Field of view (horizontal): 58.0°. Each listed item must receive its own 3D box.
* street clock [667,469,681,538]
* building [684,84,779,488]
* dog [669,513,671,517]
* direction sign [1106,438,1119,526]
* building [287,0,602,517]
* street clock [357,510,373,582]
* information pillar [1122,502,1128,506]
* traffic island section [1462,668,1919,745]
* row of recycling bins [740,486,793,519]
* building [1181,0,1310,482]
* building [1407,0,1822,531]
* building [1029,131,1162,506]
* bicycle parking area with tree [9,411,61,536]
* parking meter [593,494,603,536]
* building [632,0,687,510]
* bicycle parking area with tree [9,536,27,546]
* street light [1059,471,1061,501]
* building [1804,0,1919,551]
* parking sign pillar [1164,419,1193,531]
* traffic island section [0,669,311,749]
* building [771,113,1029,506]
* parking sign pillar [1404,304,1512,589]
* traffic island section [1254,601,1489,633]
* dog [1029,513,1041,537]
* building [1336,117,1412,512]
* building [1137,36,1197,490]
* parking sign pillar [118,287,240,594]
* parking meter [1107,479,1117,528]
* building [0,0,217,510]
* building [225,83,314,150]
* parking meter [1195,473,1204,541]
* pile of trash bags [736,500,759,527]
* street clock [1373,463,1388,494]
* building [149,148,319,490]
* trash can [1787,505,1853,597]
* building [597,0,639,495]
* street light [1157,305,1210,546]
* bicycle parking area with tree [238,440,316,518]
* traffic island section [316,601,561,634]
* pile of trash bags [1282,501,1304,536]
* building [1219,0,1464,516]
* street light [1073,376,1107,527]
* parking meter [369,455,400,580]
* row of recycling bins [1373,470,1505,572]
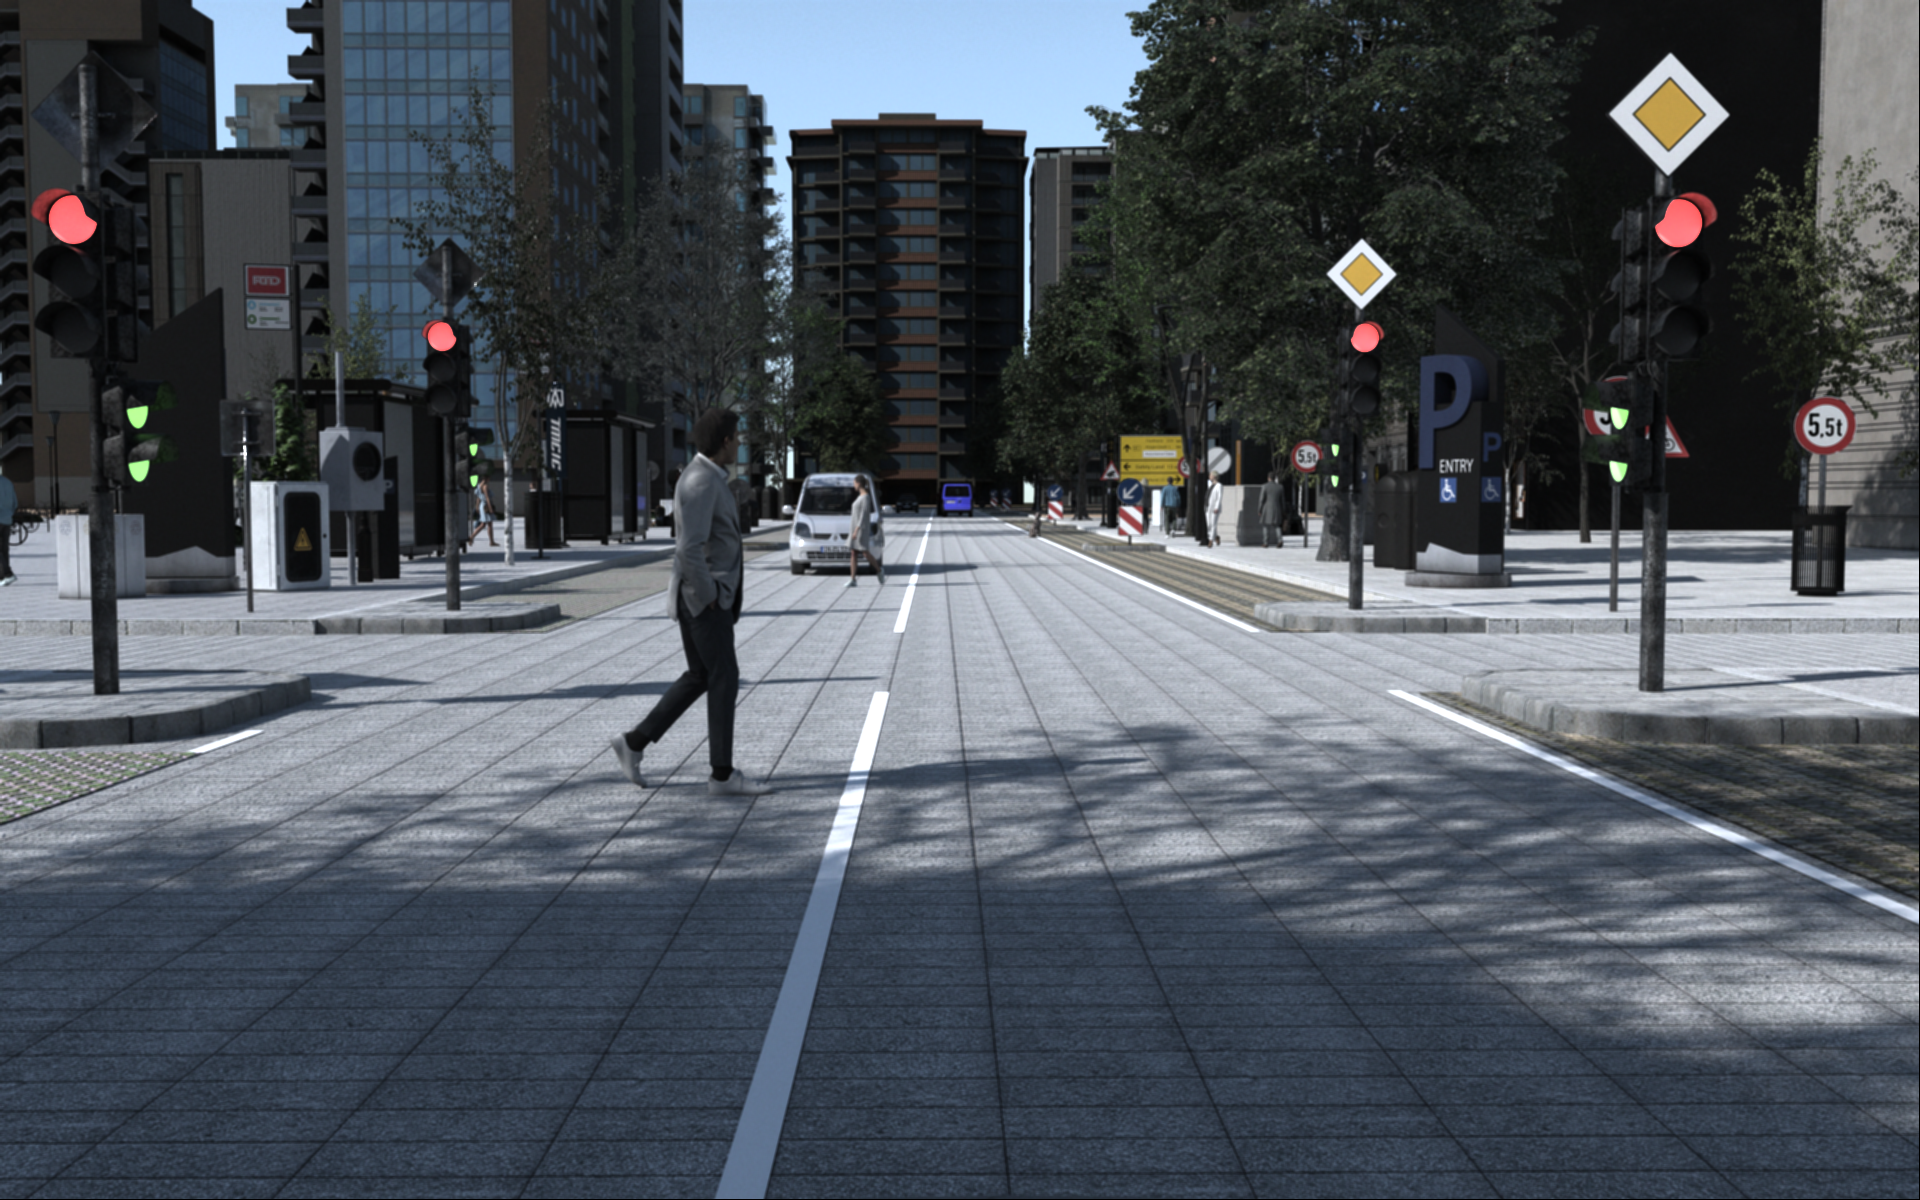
[{"bbox_3d":[-8.396,-2.837,50.962,0.358,2.002,0.471,1,4,17],"label":"street clock"},{"bbox_3d":[-36.514,-35.622,202.033,30.456,49.044,23.786,0,4,-1],"label":"building"},{"bbox_3d":[-11.956,-3.312,70.977,0.406,0.507,0.540,-1,4,-14],"label":"dog"},{"bbox_3d":[6.320,-4.789,70.292,0.876,3.537,0.379,-1,4,-23],"label":"direction sign"},{"bbox_3d":[-29.311,-27.564,100.776,14.600,45.320,14.200,0,4,-1],"label":"building"},{"bbox_3d":[-8.658,-1.259,25.158,0.471,2.002,0.358,0,4,-8],"label":"street clock"},{"bbox_3d":[8.909,-5.403,92.830,0.304,2.012,0.304,3,5,40],"label":"information pillar"},{"bbox_3d":[4.525,0.673,11.284,2.009,0.180,2.903,0,4,-1],"label":"traffic island section"},{"bbox_3d":[-9.936,-4.972,88.409,3.534,1.692,1.069,3,4,36],"label":"row of recycling bins"},{"bbox_3d":[29.989,-29.797,141.806,22.147,44.769,28.867,0,4,-1],"label":"building"},{"bbox_3d":[25.933,-14.571,67.907,12.332,23.373,15.834,0,4,-1],"label":"building"},{"bbox_3d":[15.253,-31.462,198.005,14.086,41.232,14.154,0,4,-1],"label":"building"},{"bbox_3d":[-33.777,-4.497,60.522,8.231,4.147,9.016,2,4,31],"label":"bicycle parking area with tree"},{"bbox_3d":[-10.479,-2.717,50.132,0.255,1.863,0.399,0,4,-3],"label":"parking meter"},{"bbox_3d":[-37.630,-36.831,144.183,28.212,58.520,21.231,0,4,-1],"label":"building"},{"bbox_3d":[-26.838,-3.279,40.621,9.016,4.147,8.231,1,4,12],"label":"bicycle parking area with tree"},{"bbox_3d":[4.885,-7.434,94.086,1.470,5.913,1.316,0,4,-1],"label":"street light"},{"bbox_3d":[31.404,-12.373,38.456,21.152,22.565,11.583,0,4,-1],"label":"building"},{"bbox_3d":[7.870,-4.408,60.537,1.447,3.967,1.447,1,4,12],"label":"parking sign pillar"},{"bbox_3d":[-5.515,0.680,11.162,2.009,0.180,2.903,0,4,-1],"label":"traffic island section"},{"bbox_3d":[-6.758,-33.487,202.144,28.867,44.769,22.147,0,4,-1],"label":"building"},{"bbox_3d":[6.953,-2.177,24.073,1.447,3.967,1.447,-2,4,-24],"label":"parking sign pillar"},{"bbox_3d":[4.424,0.184,19.268,2.009,0.180,2.903,0,4,-1],"label":"traffic island section"},{"bbox_3d":[2.379,-2.479,57.373,0.800,0.831,0.513,-1,4,-18],"label":"dog"},{"bbox_3d":[25.032,-14.443,85.301,9.793,20.994,18.267,0,4,-1],"label":"building"},{"bbox_3d":[36.001,-37.700,205.641,27.495,52.752,28.713,0,4,-1],"label":"building"},{"bbox_3d":[-10.298,-2.098,22.775,1.447,3.967,1.447,0,4,-7],"label":"parking sign pillar"},{"bbox_3d":[5.692,-3.615,64.820,0.255,1.863,0.399,-2,4,-24],"label":"parking meter"},{"bbox_3d":[-73.423,-30.473,148.348,14.200,45.320,14.600,0,4,-1],"label":"building"},{"bbox_3d":[-67.422,-35.629,202.136,30.456,49.044,23.786,0,4,-1],"label":"building"},{"bbox_3d":[6.571,-2.542,47.267,0.255,1.863,0.399,0,4,0],"label":"parking meter"},{"bbox_3d":[-8.752,-3.521,67.318,1.912,1.369,3.447,-1,4,-8],"label":"pile of trash bags"},{"bbox_3d":[9.913,-2.217,40.816,0.358,2.002,0.471,0,4,0],"label":"street clock"},{"bbox_3d":[-59.055,-23.032,148.272,14.107,30.474,14.160,0,4,-1],"label":"building"},{"bbox_3d":[10.825,-0.623,21.837,0.748,1.137,0.748,0,3,0],"label":"trash can"},{"bbox_3d":[-29.723,-26.398,115.203,14.154,41.232,14.086,0,4,-1],"label":"building"},{"bbox_3d":[5.529,-4.289,42.671,1.470,5.913,1.316,0,4,-1],"label":"street light"},{"bbox_3d":[-33.124,-5.303,73.701,8.231,4.147,9.016,0,4,-4],"label":"bicycle parking area with tree"},{"bbox_3d":[-5.617,0.192,19.146,2.009,0.180,2.903,0,4,-1],"label":"traffic island section"},{"bbox_3d":[9.255,-2.680,53.564,1.912,1.369,3.447,3,4,36],"label":"pile of trash bags"},{"bbox_3d":[30.499,-48.787,110.347,22.319,86.520,31.000,0,4,-1],"label":"building"},{"bbox_3d":[5.135,-5.858,68.316,1.470,5.913,1.316,0,4,-1],"label":"street light"},{"bbox_3d":[-8.694,-1.248,26.119,0.399,1.863,0.255,-3,5,-44],"label":"parking meter"},{"bbox_3d":[7.932,-1.335,28.936,1.069,1.692,3.534,-1,4,-12],"label":"row of recycling bins"}]
